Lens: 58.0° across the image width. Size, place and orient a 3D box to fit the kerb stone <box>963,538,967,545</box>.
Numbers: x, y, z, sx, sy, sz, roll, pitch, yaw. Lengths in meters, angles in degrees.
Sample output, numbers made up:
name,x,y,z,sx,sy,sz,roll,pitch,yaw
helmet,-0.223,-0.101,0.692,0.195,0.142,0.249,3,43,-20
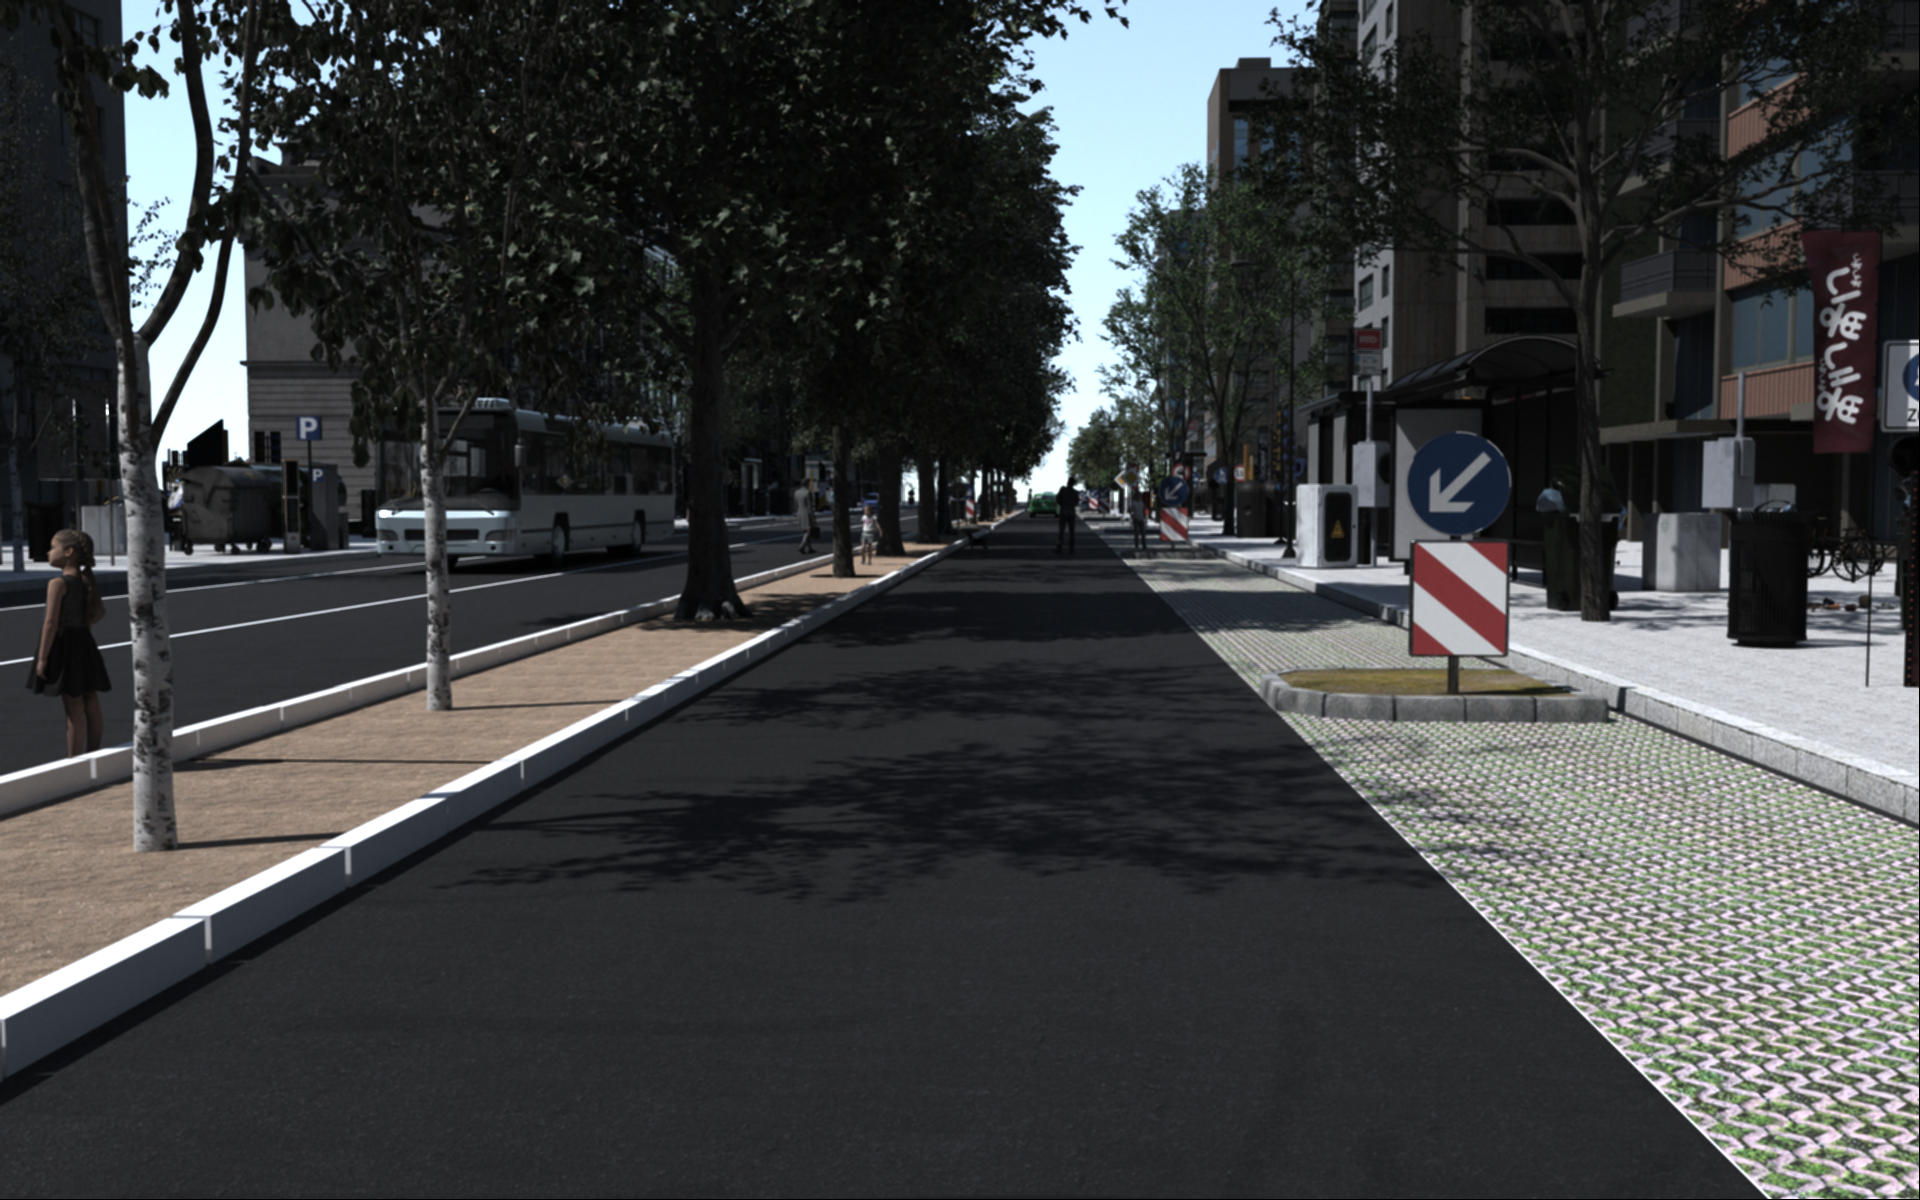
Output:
name,x,y,z,sx,sy,sz,roll,pitch,yaw
kerb stone,0.026,-1.558,47.732,0.120,0.150,1.000,0,4,3

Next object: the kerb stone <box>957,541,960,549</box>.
name,x,y,z,sx,sy,sz,roll,pitch,yaw
kerb stone,-0.148,-1.371,44.657,0.120,0.150,1.000,0,4,3

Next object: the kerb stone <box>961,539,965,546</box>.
name,x,y,z,sx,sy,sz,roll,pitch,yaw
kerb stone,-0.033,-1.499,46.704,0.120,0.150,1.000,0,4,3

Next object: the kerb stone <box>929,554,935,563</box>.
name,x,y,z,sx,sy,sz,roll,pitch,yaw
kerb stone,-0.664,-0.811,35.456,0.120,0.150,1.000,0,4,3

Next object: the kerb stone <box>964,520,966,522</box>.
name,x,y,z,sx,sy,sz,roll,pitch,yaw
kerb stone,0.128,-3.979,87.251,0.120,0.150,1.000,0,4,3

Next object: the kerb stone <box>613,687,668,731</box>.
name,x,y,z,sx,sy,sz,roll,pitch,yaw
kerb stone,-2.029,0.695,10.902,0.120,0.150,1.000,0,4,3

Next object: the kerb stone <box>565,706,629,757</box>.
name,x,y,z,sx,sy,sz,roll,pitch,yaw
kerb stone,-2.089,0.757,9.881,0.120,0.150,1.000,0,4,3

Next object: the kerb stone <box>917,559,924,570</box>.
name,x,y,z,sx,sy,sz,roll,pitch,yaw
kerb stone,-0.827,-0.623,32.383,0.120,0.150,1.000,0,4,3

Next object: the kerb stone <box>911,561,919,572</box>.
name,x,y,z,sx,sy,sz,roll,pitch,yaw
kerb stone,-0.890,-0.561,31.363,0.120,0.150,1.000,0,4,3

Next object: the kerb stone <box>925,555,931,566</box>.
name,x,y,z,sx,sy,sz,roll,pitch,yaw
kerb stone,-0.724,-0.748,34.425,0.120,0.150,1.000,0,4,3

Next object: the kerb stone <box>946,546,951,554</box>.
name,x,y,z,sx,sy,sz,roll,pitch,yaw
kerb stone,-0.372,-1.121,40.569,0.120,0.150,1.000,0,4,3

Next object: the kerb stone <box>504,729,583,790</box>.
name,x,y,z,sx,sy,sz,roll,pitch,yaw
kerb stone,-2.138,0.816,8.857,0.120,0.150,1.000,0,4,3

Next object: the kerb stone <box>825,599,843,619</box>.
name,x,y,z,sx,sy,sz,roll,pitch,yaw
kerb stone,-1.513,0.128,20.107,0.120,0.150,1.000,0,4,3

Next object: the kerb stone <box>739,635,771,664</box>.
name,x,y,z,sx,sy,sz,roll,pitch,yaw
kerb stone,-1.803,0.445,14.987,0.120,0.150,1.000,0,4,3

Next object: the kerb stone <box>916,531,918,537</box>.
name,x,y,z,sx,sy,sz,roll,pitch,yaw
kerb stone,-1.569,-2.129,57.059,0.120,0.150,1.000,0,4,3

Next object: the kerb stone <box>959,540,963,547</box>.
name,x,y,z,sx,sy,sz,roll,pitch,yaw
kerb stone,-0.085,-1.436,45.677,0.120,0.150,1.000,0,4,3

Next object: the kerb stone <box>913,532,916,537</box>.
name,x,y,z,sx,sy,sz,roll,pitch,yaw
kerb stone,-1.610,-2.070,56.036,0.120,0.150,1.000,0,4,3

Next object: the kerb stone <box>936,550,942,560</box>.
name,x,y,z,sx,sy,sz,roll,pitch,yaw
kerb stone,-0.539,-0.930,37.498,0.120,0.150,1.000,0,4,3

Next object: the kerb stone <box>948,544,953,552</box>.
name,x,y,z,sx,sy,sz,roll,pitch,yaw
kerb stone,-0.317,-1.186,41.590,0.120,0.150,1.000,0,4,3

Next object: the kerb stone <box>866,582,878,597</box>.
name,x,y,z,sx,sy,sz,roll,pitch,yaw
kerb stone,-1.289,-0.122,24.196,0.120,0.150,1.000,0,4,3

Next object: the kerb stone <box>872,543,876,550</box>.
name,x,y,z,sx,sy,sz,roll,pitch,yaw
kerb stone,-2.299,-1.317,43.730,0.120,0.150,1.000,0,4,3

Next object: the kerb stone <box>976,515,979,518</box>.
name,x,y,z,sx,sy,sz,roll,pitch,yaw
kerb stone,1.260,-5.225,107.723,0.120,0.150,1.000,0,4,3

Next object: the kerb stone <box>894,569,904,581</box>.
name,x,y,z,sx,sy,sz,roll,pitch,yaw
kerb stone,-1.063,-0.373,28.295,0.120,0.150,1.000,0,4,3

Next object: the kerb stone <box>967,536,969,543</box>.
name,x,y,z,sx,sy,sz,roll,pitch,yaw
kerb stone,0.141,-1.688,49.791,0.120,0.150,1.000,0,4,3

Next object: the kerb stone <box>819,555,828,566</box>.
name,x,y,z,sx,sy,sz,roll,pitch,yaw
kerb stone,-2.807,-0.754,34.527,0.120,0.150,1.000,0,4,3

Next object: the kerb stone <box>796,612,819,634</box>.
name,x,y,z,sx,sy,sz,roll,pitch,yaw
kerb stone,-1.629,0.256,18.059,0.120,0.150,1.000,0,4,3

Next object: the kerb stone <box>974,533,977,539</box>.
name,x,y,z,sx,sy,sz,roll,pitch,yaw
kerb stone,0.372,-1.938,53.875,0.120,0.150,1.000,0,4,3

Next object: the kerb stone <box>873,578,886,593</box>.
name,x,y,z,sx,sy,sz,roll,pitch,yaw
kerb stone,-1.227,-0.185,25.217,0.120,0.150,1.000,0,4,3

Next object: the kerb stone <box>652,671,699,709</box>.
name,x,y,z,sx,sy,sz,roll,pitch,yaw
kerb stone,-1.976,0.630,11.922,0.120,0.150,1.000,0,4,3

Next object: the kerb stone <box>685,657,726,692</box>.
name,x,y,z,sx,sy,sz,roll,pitch,yaw
kerb stone,-1.920,0.567,12.943,0.120,0.150,1.000,0,4,3

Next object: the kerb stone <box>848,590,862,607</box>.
name,x,y,z,sx,sy,sz,roll,pitch,yaw
kerb stone,-1.402,0.006,22.150,0.120,0.150,1.000,0,4,3

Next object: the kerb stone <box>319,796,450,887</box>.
name,x,y,z,sx,sy,sz,roll,pitch,yaw
kerb stone,-2.250,0.941,6.810,0.120,0.150,1.000,0,4,3

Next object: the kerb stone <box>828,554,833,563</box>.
name,x,y,z,sx,sy,sz,roll,pitch,yaw
kerb stone,-2.757,-0.817,35.548,0.120,0.150,1.000,0,4,3

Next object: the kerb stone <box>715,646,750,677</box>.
name,x,y,z,sx,sy,sz,roll,pitch,yaw
kerb stone,-1.863,0.507,13.964,0.120,0.150,1.000,0,4,3

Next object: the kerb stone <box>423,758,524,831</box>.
name,x,y,z,sx,sy,sz,roll,pitch,yaw
kerb stone,-2.198,0.879,7.831,0.120,0.150,1.000,0,4,3

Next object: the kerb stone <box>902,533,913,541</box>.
name,x,y,z,sx,sy,sz,roll,pitch,yaw
kerb stone,-1.674,-2.004,55.003,0.120,0.150,1.000,0,4,3

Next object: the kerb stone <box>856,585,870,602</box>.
name,x,y,z,sx,sy,sz,roll,pitch,yaw
kerb stone,-1.346,-0.060,23.176,0.120,0.150,1.000,0,4,3

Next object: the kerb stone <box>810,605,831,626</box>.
name,x,y,z,sx,sy,sz,roll,pitch,yaw
kerb stone,-1.570,0.191,19.080,0.120,0.150,1.000,0,4,3

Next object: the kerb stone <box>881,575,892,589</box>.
name,x,y,z,sx,sy,sz,roll,pitch,yaw
kerb stone,-1.172,-0.246,26.243,0.120,0.150,1.000,0,4,3

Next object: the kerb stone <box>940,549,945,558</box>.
name,x,y,z,sx,sy,sz,roll,pitch,yaw
kerb stone,-0.479,-0.996,38.519,0.120,0.150,1.000,0,4,3

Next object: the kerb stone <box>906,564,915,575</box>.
name,x,y,z,sx,sy,sz,roll,pitch,yaw
kerb stone,-0.942,-0.498,30.336,0.120,0.150,1.000,0,4,3

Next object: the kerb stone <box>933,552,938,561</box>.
name,x,y,z,sx,sy,sz,roll,pitch,yaw
kerb stone,-0.607,-0.873,36.476,0.120,0.150,1.000,0,4,3

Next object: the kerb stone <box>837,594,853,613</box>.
name,x,y,z,sx,sy,sz,roll,pitch,yaw
kerb stone,-1.456,0.065,21.129,0.120,0.150,1.000,0,4,3

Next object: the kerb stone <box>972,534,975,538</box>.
name,x,y,z,sx,sy,sz,roll,pitch,yaw
kerb stone,0.304,-1.875,52.855,0.120,0.150,1.000,0,4,3

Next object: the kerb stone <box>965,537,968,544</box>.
name,x,y,z,sx,sy,sz,roll,pitch,yaw
kerb stone,0.079,-1.625,48.763,0.120,0.150,1.000,0,4,3

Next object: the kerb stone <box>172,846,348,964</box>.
name,x,y,z,sx,sy,sz,roll,pitch,yaw
kerb stone,-2.314,1.005,5.780,0.120,0.150,1.000,0,4,3

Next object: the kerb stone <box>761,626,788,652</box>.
name,x,y,z,sx,sy,sz,roll,pitch,yaw
kerb stone,-1.747,0.378,16.014,0.120,0.150,1.000,0,4,3

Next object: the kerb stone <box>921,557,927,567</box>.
name,x,y,z,sx,sy,sz,roll,pitch,yaw
kerb stone,-0.780,-0.686,33.405,0.120,0.150,1.000,0,4,3

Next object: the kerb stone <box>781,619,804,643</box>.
name,x,y,z,sx,sy,sz,roll,pitch,yaw
kerb stone,-1.688,0.320,17.037,0.120,0.150,1.000,0,4,3

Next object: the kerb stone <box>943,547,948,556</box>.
name,x,y,z,sx,sy,sz,roll,pitch,yaw
kerb stone,-0.432,-1.059,39.549,0.120,0.150,1.000,0,4,3

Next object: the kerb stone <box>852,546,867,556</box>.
name,x,y,z,sx,sy,sz,roll,pitch,yaw
kerb stone,-2.413,-1.192,41.689,0.120,0.150,1.000,0,4,3

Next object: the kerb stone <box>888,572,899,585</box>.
name,x,y,z,sx,sy,sz,roll,pitch,yaw
kerb stone,-1.111,-0.310,27.272,0.120,0.150,1.000,0,4,3

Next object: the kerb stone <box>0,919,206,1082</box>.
name,x,y,z,sx,sy,sz,roll,pitch,yaw
kerb stone,-2.373,1.071,4.750,0.120,0.150,1.000,0,4,3

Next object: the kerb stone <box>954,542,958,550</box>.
name,x,y,z,sx,sy,sz,roll,pitch,yaw
kerb stone,-0.208,-1.311,43.636,0.120,0.150,1.000,0,4,3

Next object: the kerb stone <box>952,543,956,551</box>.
name,x,y,z,sx,sy,sz,roll,pitch,yaw
kerb stone,-0.262,-1.249,42.611,0.120,0.150,1.000,0,4,3

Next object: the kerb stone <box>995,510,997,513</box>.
name,x,y,z,sx,sy,sz,roll,pitch,yaw
kerb stone,3.155,-7.298,141.521,0.120,0.150,1.000,0,4,3

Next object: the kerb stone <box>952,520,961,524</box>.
name,x,y,z,sx,sy,sz,roll,pitch,yaw
kerb stone,-0.152,-3.666,82.140,0.120,0.150,1.000,0,4,3

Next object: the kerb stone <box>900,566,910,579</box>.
name,x,y,z,sx,sy,sz,roll,pitch,yaw
kerb stone,-0.995,-0.429,29.315,0.120,0.150,1.000,0,4,3
